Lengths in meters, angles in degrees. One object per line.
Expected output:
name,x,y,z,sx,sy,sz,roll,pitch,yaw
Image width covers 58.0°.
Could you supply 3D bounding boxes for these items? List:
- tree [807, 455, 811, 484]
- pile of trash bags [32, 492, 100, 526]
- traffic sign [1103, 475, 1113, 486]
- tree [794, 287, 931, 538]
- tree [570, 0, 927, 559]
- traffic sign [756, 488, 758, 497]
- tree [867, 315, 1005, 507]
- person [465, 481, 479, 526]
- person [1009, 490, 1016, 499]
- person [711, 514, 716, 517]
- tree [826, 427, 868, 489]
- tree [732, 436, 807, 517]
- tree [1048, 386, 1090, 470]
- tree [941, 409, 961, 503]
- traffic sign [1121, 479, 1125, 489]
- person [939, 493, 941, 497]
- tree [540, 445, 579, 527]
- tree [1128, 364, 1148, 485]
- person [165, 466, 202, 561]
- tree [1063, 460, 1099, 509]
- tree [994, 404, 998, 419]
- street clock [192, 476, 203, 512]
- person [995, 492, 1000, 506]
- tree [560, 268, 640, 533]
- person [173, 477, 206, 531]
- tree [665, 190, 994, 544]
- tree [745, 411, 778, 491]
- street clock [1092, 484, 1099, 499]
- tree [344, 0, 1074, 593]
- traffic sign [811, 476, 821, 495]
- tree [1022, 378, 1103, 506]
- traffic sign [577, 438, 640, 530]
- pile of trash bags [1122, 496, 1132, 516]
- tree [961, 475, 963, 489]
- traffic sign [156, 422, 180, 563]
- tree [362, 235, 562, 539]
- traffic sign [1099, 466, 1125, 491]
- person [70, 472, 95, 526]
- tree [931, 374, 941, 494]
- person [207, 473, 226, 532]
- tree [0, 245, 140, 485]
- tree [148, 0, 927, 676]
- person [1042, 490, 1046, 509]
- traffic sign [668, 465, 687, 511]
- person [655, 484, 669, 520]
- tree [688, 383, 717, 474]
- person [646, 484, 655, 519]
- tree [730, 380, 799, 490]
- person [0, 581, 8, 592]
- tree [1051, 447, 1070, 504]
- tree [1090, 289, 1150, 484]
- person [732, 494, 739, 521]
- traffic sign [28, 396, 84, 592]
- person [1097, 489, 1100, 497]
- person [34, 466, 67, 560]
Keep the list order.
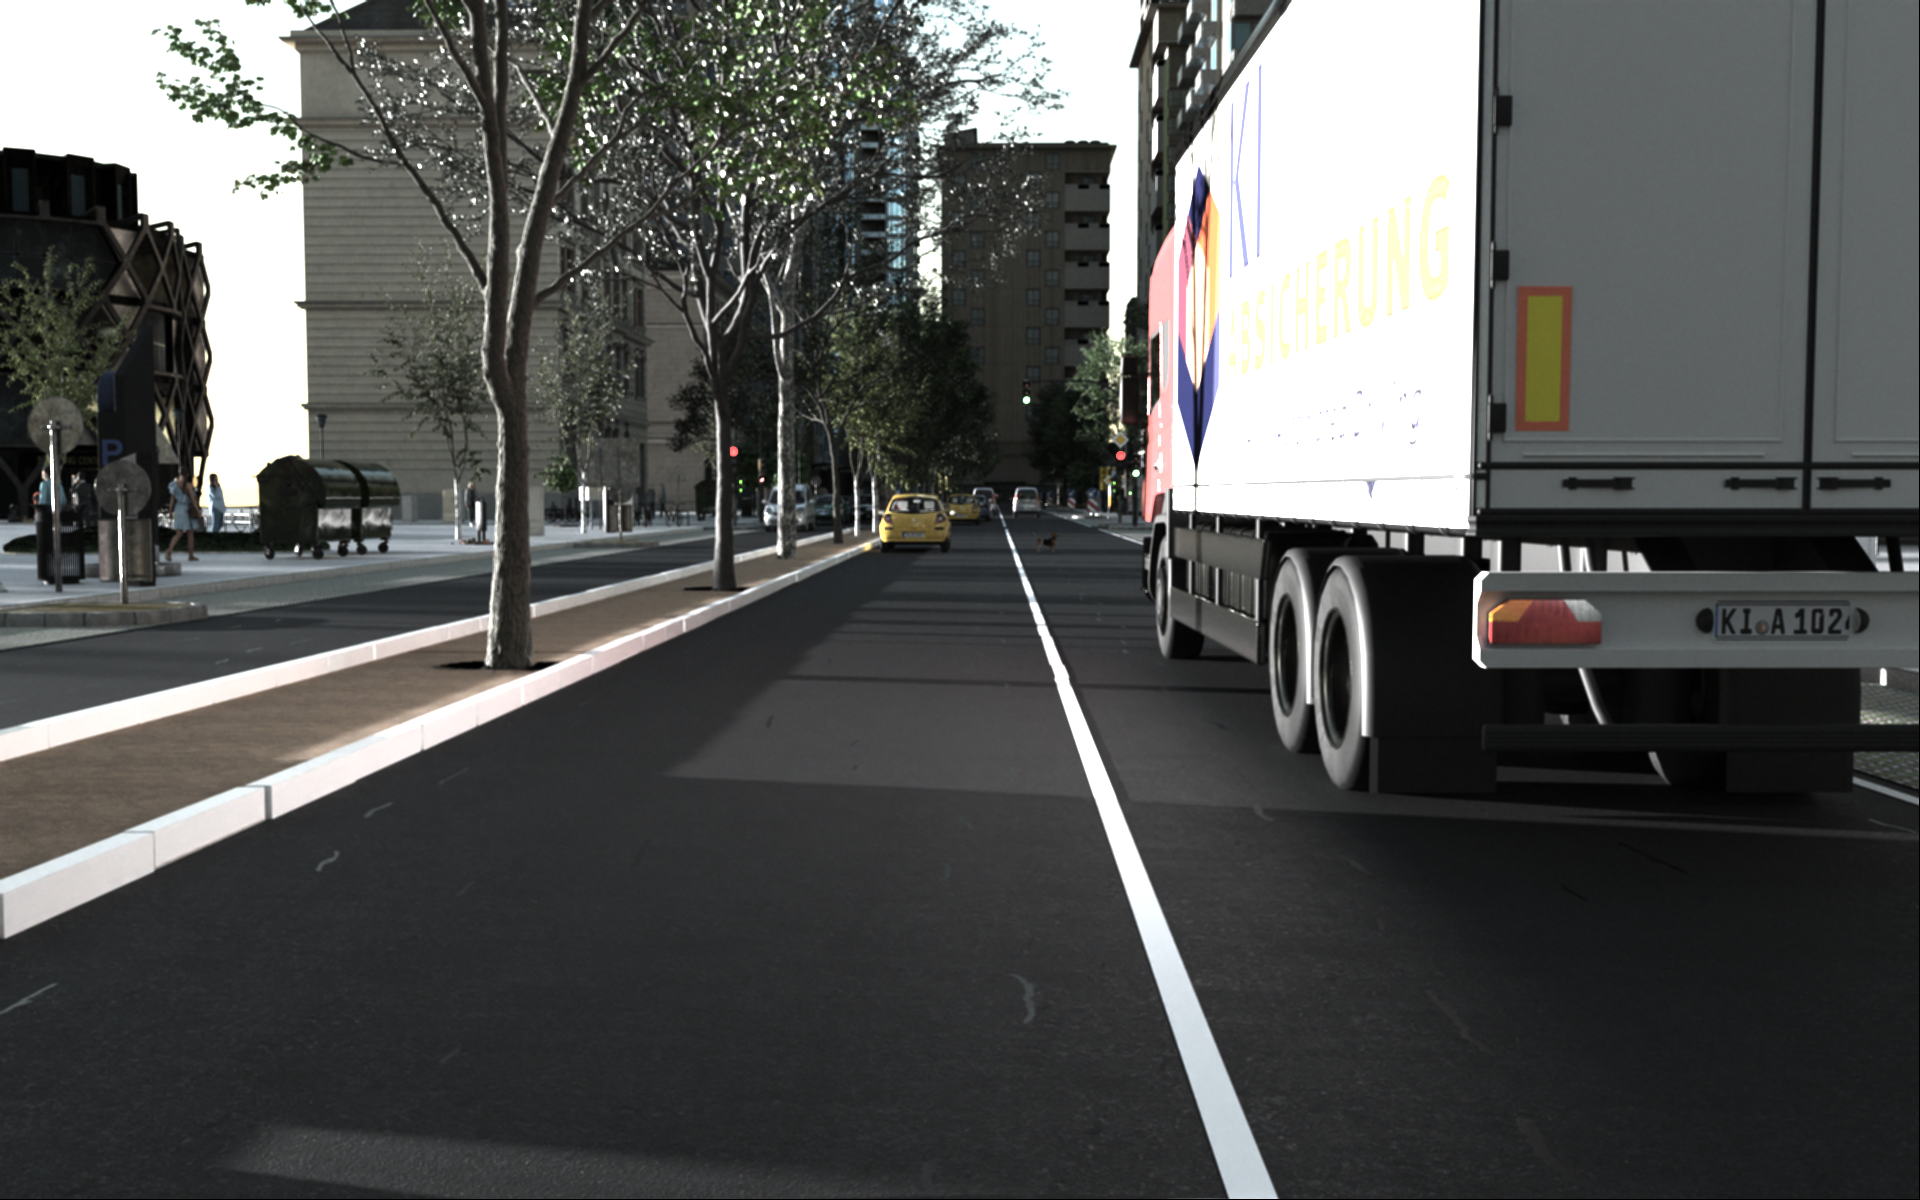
tree,-11.377,-8.054,115.393,4.285,4.588,4.351,0,3,0
pile of trash bags,-35.797,-3.674,69.829,3.447,1.369,1.912,1,4,10
traffic sign,10.038,-7.143,116.518,0.795,2.593,0.064,0,4,2
tree,-3.322,-6.327,56.268,4.737,8.622,4.395,0,3,0
tree,-5.014,-11.015,38.444,12.611,20.169,13.585,0,3,0
traffic sign,-12.748,-6.649,108.818,0.768,2.556,0.104,1,4,9
tree,-2.003,-11.379,105.511,9.611,12.733,9.660,0,3,0
person,-19.335,-3.832,68.875,0.709,1.800,0.728,-2,4,-31
person,5.601,-10.151,174.481,1.348,1.822,0.705,0,4,0
person,-14.088,-5.680,98.716,0.447,1.846,0.655,-2,4,-28
tree,-10.284,-12.946,162.031,4.360,8.622,3.978,0,3,0
tree,-11.343,-6.846,95.650,4.285,4.588,4.351,0,3,0
tree,10.746,-12.365,136.587,8.767,10.594,7.601,2,4,28
tree,-2.314,-8.798,96.664,4.737,8.622,4.395,0,3,0
traffic sign,10.804,-6.862,114.330,0.606,2.300,0.079,0,4,4
person,-1.936,-8.973,155.350,1.348,1.807,0.705,2,4,34
tree,-15.769,-4.522,68.528,1.663,3.219,1.824,0,3,0
tree,10.429,-8.616,91.234,4.360,8.622,3.978,0,3,0
person,-14.789,-1.645,33.026,0.616,1.811,0.778,1,4,17
tree,10.418,-9.999,147.198,4.285,4.588,4.351,0,3,0
tree,-2.422,-8.775,80.337,8.767,10.594,7.601,0,4,1
street clock,-30.232,-3.925,68.741,0.471,2.002,0.358,3,5,41
person,4.730,-12.690,216.663,1.217,1.739,0.721,2,4,25
tree,-12.450,-6.517,56.912,4.360,8.622,3.978,0,3,0
person,-23.761,-2.880,53.353,0.699,1.804,1.509,1,4,15
tree,-3.471,-6.916,49.953,8.767,10.594,7.601,0,4,1
tree,-14.684,-11.250,134.294,4.737,8.622,4.395,0,3,0
street clock,9.696,-7.304,123.991,0.471,2.002,0.358,2,4,24
tree,-3.459,-6.866,25.085,12.009,13.543,11.850,0,3,0
traffic sign,-10.190,-7.492,122.608,0.768,2.556,0.104,0,4,4
tree,11.446,-17.251,188.701,9.857,13.997,8.962,0,3,0
traffic sign,-12.682,-4.200,62.543,2.265,3.308,0.079,0,4,1
pile of trash bags,10.557,-5.803,104.631,1.912,1.369,3.447,1,4,13
tree,-2.228,-9.791,112.901,4.737,8.622,4.395,0,3,0
traffic sign,-14.113,-1.859,30.391,0.884,2.594,0.081,0,4,3
tree,-14.383,-6.026,48.881,4.360,8.622,3.978,0,3,0
traffic sign,11.372,-8.160,127.287,2.265,3.308,0.079,0,4,3
person,-24.659,-2.646,48.667,0.474,1.900,0.648,0,4,-4
tree,-3.058,-6.711,62.543,4.737,8.622,4.395,0,3,0
person,-18.225,-2.208,42.408,0.793,1.790,0.793,-2,4,-35
tree,-27.131,-6.236,52.327,4.737,8.622,4.395,0,3,0
tree,-3.582,-5.230,13.725,9.928,11.665,9.643,0,3,0
person,7.885,-9.451,163.154,0.705,1.807,1.348,1,4,12
traffic sign,-12.641,-4.743,77.545,0.884,2.594,0.081,0,4,6
person,-14.840,-4.900,86.342,0.728,1.800,0.709,1,4,10
tree,-16.003,-9.972,113.398,4.360,8.622,3.978,0,3,0
person,-15.760,-5.008,88.101,0.537,1.800,0.526,-2,4,-34
tree,-11.781,-9.464,105.100,4.360,8.622,3.978,0,3,0
person,-12.787,-0.901,22.589,0.589,1.601,0.330,-3,5,-42
tree,12.594,-16.478,219.784,4.360,8.622,3.978,0,3,0
tree,8.663,-7.844,62.654,7.601,10.594,8.767,0,4,4
person,-10.720,-4.422,82.587,0.306,1.304,0.590,2,4,32
traffic sign,-11.792,-1.375,22.588,0.768,2.556,0.104,0,4,6
person,10.734,-7.816,134.103,0.793,1.790,0.793,-2,4,-33
person,-17.439,-1.667,33.324,0.620,1.820,0.660,0,4,6
